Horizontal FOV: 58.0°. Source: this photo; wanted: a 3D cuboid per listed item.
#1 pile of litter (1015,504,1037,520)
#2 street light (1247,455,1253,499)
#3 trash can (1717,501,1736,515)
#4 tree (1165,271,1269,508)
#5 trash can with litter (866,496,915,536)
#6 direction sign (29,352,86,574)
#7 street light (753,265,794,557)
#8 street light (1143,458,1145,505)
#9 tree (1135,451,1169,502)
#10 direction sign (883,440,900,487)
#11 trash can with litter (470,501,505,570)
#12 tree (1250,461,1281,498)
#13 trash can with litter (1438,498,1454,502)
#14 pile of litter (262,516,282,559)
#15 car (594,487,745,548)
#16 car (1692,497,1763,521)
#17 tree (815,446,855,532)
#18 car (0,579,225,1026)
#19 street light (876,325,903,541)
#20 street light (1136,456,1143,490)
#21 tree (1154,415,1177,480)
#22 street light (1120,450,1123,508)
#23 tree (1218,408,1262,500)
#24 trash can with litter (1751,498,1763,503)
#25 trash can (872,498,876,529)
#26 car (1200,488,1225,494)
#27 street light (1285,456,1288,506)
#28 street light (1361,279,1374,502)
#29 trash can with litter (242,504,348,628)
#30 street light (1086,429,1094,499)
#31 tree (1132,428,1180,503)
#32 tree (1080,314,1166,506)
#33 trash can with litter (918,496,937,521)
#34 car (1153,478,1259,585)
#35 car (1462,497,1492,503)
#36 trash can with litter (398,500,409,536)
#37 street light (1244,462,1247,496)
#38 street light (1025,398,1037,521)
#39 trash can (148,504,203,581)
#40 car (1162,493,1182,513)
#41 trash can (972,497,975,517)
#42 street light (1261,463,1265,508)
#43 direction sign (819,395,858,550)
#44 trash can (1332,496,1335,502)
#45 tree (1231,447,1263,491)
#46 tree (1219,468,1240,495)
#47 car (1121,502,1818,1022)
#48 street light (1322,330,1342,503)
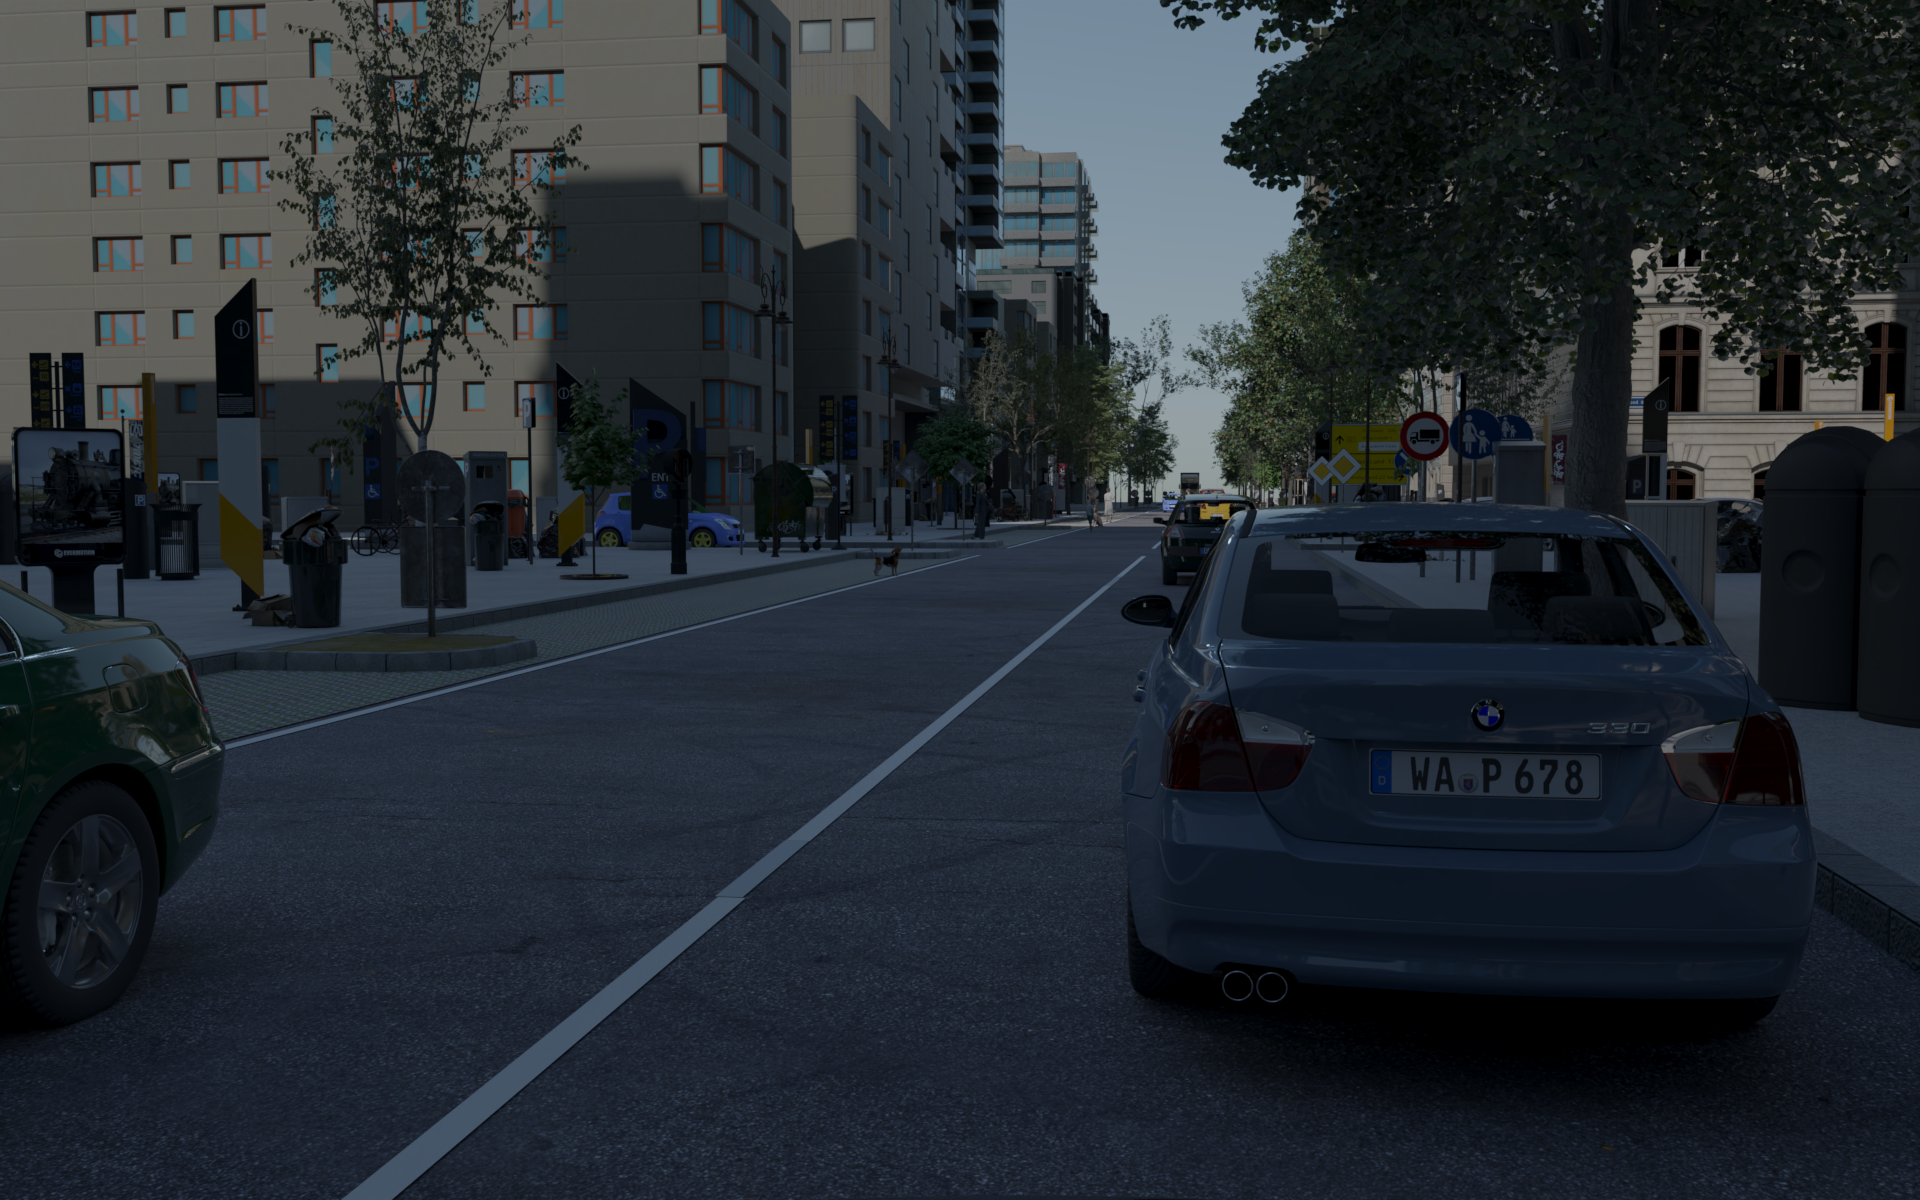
[{"bbox_3d":[3.083,-4.455,86.804,1.719,0.858,1.176,-1,4,-13],"label":"pile of litter"},{"bbox_3d":[27.078,-11.473,160.373,0.468,5.910,1.993,1,4,8],"label":"street light"},{"bbox_3d":[16.050,-1.537,36.776,0.748,1.137,0.748,0,3,0],"label":"trash can"},{"bbox_3d":[25.076,-17.978,149.832,12.611,20.169,13.585,0,3,0],"label":"tree"},{"bbox_3d":[-2.091,-2.641,54.235,1.678,1.210,2.233,1,4,8],"label":"trash can with litter"},{"bbox_3d":[-14.450,-2.190,27.802,0.876,3.537,0.379,0,4,3],"label":"direction sign"},{"bbox_3d":[-3.760,-3.810,35.079,0.468,5.910,1.993,1,4,8],"label":"street light"},{"bbox_3d":[21.847,-14.257,205.890,0.468,5.910,1.993,1,4,8],"label":"street light"},{"bbox_3d":[30.655,-19.594,270.718,4.360,8.622,3.978,0,3,0],"label":"tree"},{"bbox_3d":[-2.871,-4.937,72.717,0.876,3.537,0.379,-3,5,-41],"label":"direction sign"},{"bbox_3d":[-8.035,-1.089,29.198,0.624,1.170,1.055,-2,4,-26],"label":"trash can with litter"},{"bbox_3d":[23.523,-8.987,130.643,4.285,4.588,4.351,0,3,0],"label":"tree"},{"bbox_3d":[13.545,-2.303,49.038,0.624,1.170,1.055,-1,4,-11],"label":"trash can with litter"},{"bbox_3d":[-13.689,-1.249,34.379,1.719,0.858,1.176,-3,4,-37],"label":"pile of litter"},{"bbox_3d":[-7.182,-2.039,42.921,3.694,1.707,1.945,1,4,9],"label":"car"},{"bbox_3d":[17.900,-1.683,39.874,4.827,1.381,2.083,1,4,10],"label":"car"},{"bbox_3d":[-4.600,-3.965,59.433,1.663,3.219,1.824,0,3,0],"label":"tree"},{"bbox_3d":[-3.414,0.509,3.480,2.131,1.459,4.920,0,4,6],"label":"car"},{"bbox_3d":[-1.936,-4.580,47.669,0.468,5.910,1.993,1,4,8],"label":"street light"},{"bbox_3d":[19.808,-13.485,193.261,0.468,5.910,1.993,1,4,8],"label":"street light"},{"bbox_3d":[23.677,-18.501,220.622,7.486,12.596,7.792,0,3,0],"label":"tree"},{"bbox_3d":[14.742,-11.369,158.668,0.468,5.910,1.993,1,4,8],"label":"street light"},{"bbox_3d":[31.493,-15.864,185.128,9.928,11.665,9.643,0,3,0],"label":"tree"},{"bbox_3d":[20.775,-2.023,44.458,0.624,1.170,1.055,-2,4,-28],"label":"trash can with litter"},{"bbox_3d":[-2.887,-3.185,63.733,0.748,1.137,0.748,0,3,0],"label":"trash can"},{"bbox_3d":[16.623,-6.446,114.062,2.281,1.827,5.304,0,4,8],"label":"car"},{"bbox_3d":[15.817,-6.790,83.803,0.468,5.910,1.993,1,4,8],"label":"street light"},{"bbox_3d":[8.795,-3.947,37.328,0.468,5.910,1.993,1,4,8],"label":"street light"},{"bbox_3d":[-6.456,-0.327,16.727,1.055,1.170,0.624,1,4,18],"label":"trash can with litter"},{"bbox_3d":[9.458,-9.206,123.307,0.468,5.910,1.993,1,4,8],"label":"street light"},{"bbox_3d":[29.346,-20.649,263.368,9.928,11.665,9.643,0,3,0],"label":"tree"},{"bbox_3d":[19.083,-19.936,181.835,12.611,20.169,13.585,0,3,0],"label":"tree"},{"bbox_3d":[-1.477,-4.304,81.761,0.624,1.170,1.055,3,5,40],"label":"trash can with litter"},{"bbox_3d":[4.193,-1.150,28.590,2.009,1.686,4.222,0,4,7],"label":"car"},{"bbox_3d":[12.334,-1.773,41.350,4.827,1.381,2.083,0,4,8],"label":"car"},{"bbox_3d":[-16.482,-2.376,50.234,0.624,1.170,1.055,3,5,42],"label":"trash can with litter"},{"bbox_3d":[32.335,-13.609,195.287,0.468,5.910,1.993,1,4,8],"label":"street light"},{"bbox_3d":[3.427,-6.761,83.333,0.468,5.910,1.993,1,4,8],"label":"street light"},{"bbox_3d":[-11.692,-0.868,25.851,0.748,1.137,0.748,0,3,0],"label":"trash can"},{"bbox_3d":[16.654,-7.648,134.635,1.945,1.707,3.694,1,4,8],"label":"car"},{"bbox_3d":[1.018,-5.193,96.551,0.748,1.137,0.748,0,3,0],"label":"trash can"},{"bbox_3d":[21.918,-9.358,125.794,0.468,5.910,1.993,1,4,8],"label":"street light"},{"bbox_3d":[-2.786,-2.921,39.756,0.876,3.537,0.379,0,4,3],"label":"direction sign"},{"bbox_3d":[23.122,-5.829,106.964,0.748,1.137,0.748,0,3,0],"label":"trash can"},{"bbox_3d":[23.955,-11.612,140.222,4.360,8.622,3.978,0,3,0],"label":"tree"},{"bbox_3d":[43.986,-21.530,270.140,7.486,12.596,7.792,0,3,0],"label":"tree"},{"bbox_3d":[1.541,0.361,6.094,2.014,1.417,4.499,1,4,9],"label":"car"},{"bbox_3d":[10.489,-4.659,48.968,0.468,5.910,1.993,1,4,8],"label":"street light"}]
